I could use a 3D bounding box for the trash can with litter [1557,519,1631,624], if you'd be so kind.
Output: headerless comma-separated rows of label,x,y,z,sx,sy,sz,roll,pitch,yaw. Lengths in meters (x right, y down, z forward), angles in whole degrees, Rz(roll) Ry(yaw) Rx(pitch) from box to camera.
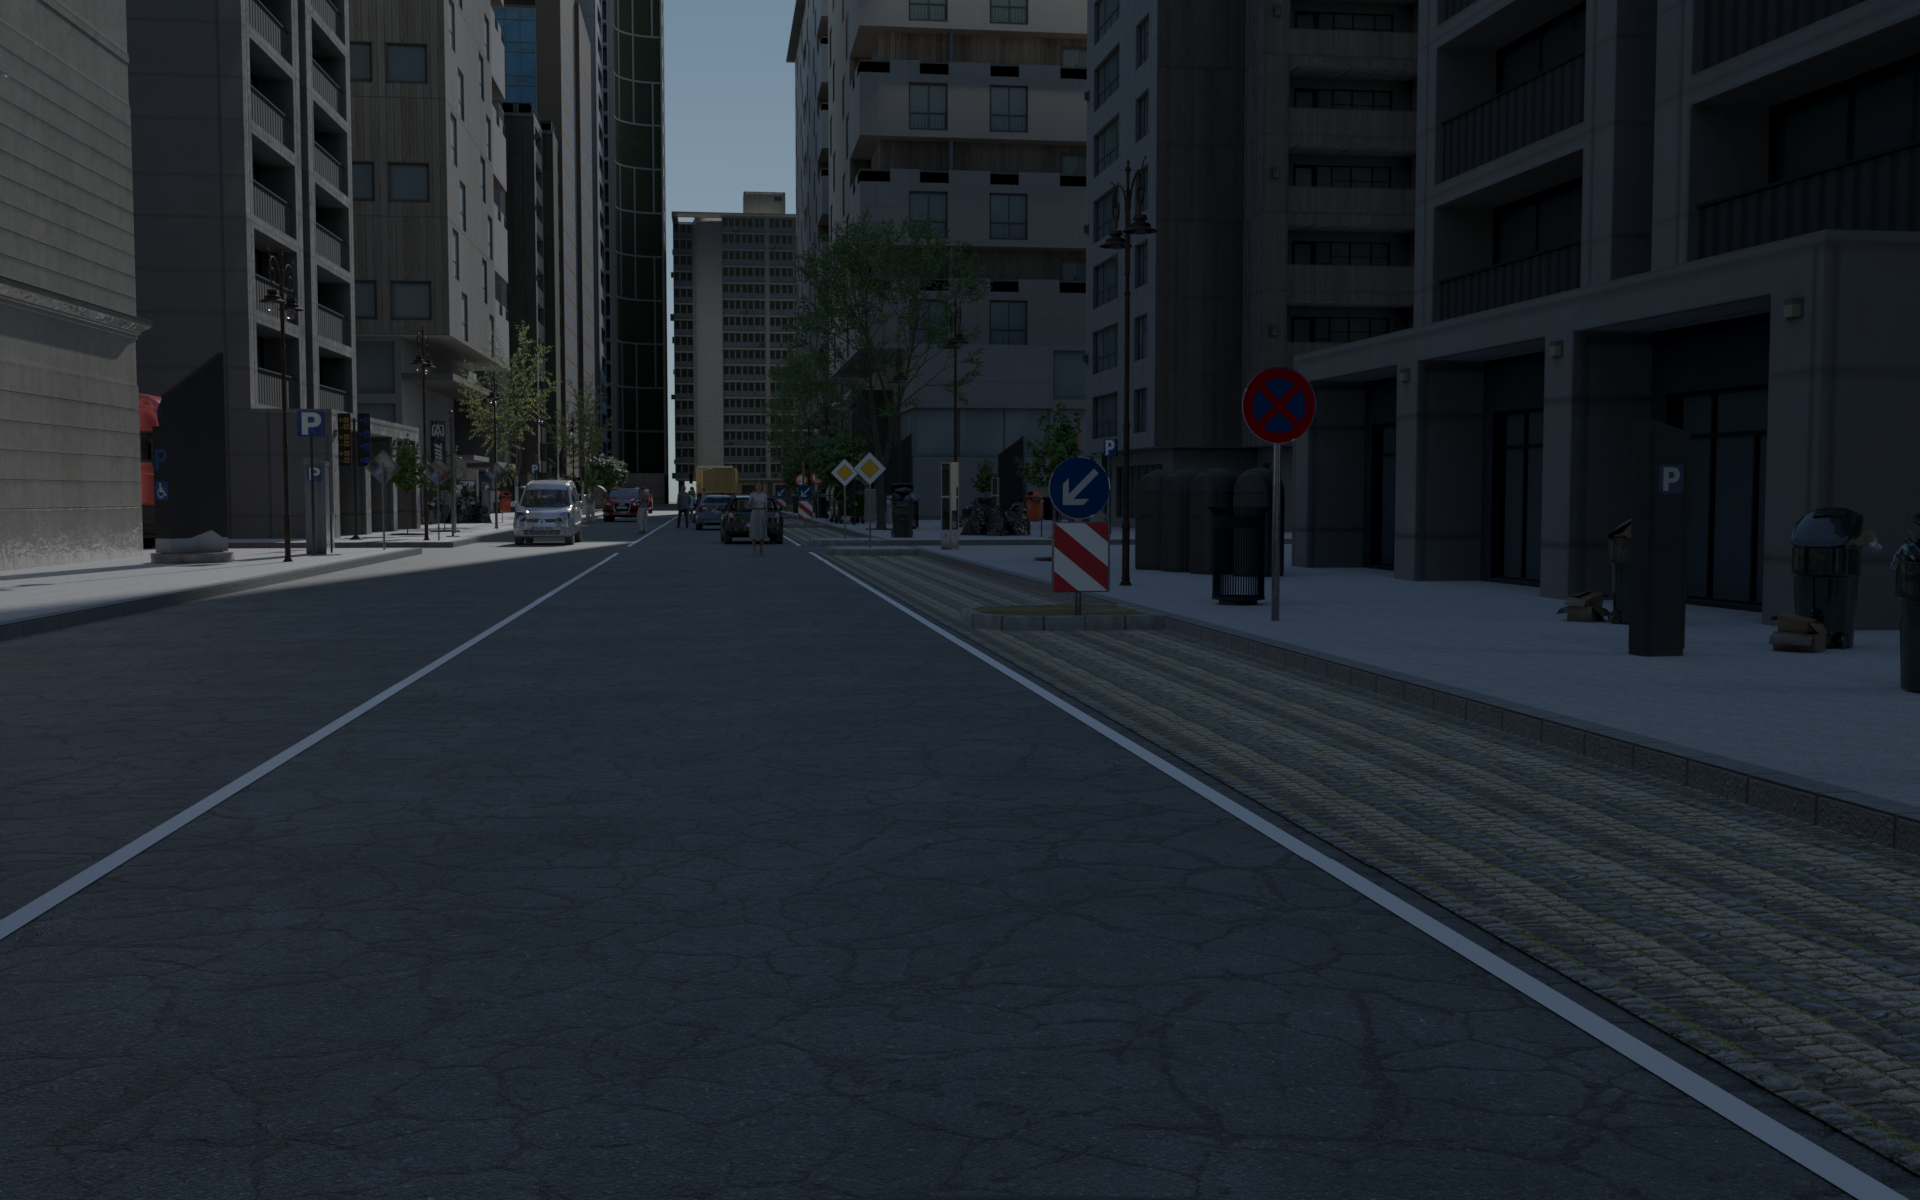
trash can with litter,6.485,-0.357,17.217,1.055,1.170,0.624,3,5,41

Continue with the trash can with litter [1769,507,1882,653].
trash can with litter,7.116,-0.177,14.282,0.624,1.170,1.055,3,5,43

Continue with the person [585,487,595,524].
person,-17.805,-4.541,83.287,0.519,1.759,0.362,1,4,8

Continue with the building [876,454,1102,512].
building,0.251,-34.721,156.929,28.713,52.752,27.495,0,4,-8

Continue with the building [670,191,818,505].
building,-25.381,-32.628,225.353,23.993,40.220,32.217,0,4,-8

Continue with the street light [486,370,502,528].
street light,-17.320,-5.612,64.548,0.468,5.910,1.993,0,4,-8

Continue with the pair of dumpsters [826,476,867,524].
pair of dumpsters,-4.982,-4.515,76.318,1.574,2.255,4.437,-1,4,-8

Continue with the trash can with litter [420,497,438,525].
trash can with litter,-22.422,-3.748,72.674,1.055,1.170,0.624,1,4,11

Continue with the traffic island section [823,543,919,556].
traffic island section,-2.130,-1.169,41.399,2.009,0.180,2.903,0,4,-8

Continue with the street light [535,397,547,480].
street light,-19.586,-6.627,81.144,0.468,5.910,1.993,0,4,-8

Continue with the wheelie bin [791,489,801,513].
wheelie bin,-10.920,-6.618,116.108,0.693,1.594,0.980,1,4,17

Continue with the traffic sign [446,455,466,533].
traffic sign,-16.505,-3.453,56.560,0.768,2.556,0.104,0,4,-4

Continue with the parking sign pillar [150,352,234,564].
parking sign pillar,-14.454,-2.693,32.511,1.447,3.967,1.447,2,4,26

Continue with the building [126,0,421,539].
building,-29.581,-37.815,56.520,20.563,71.187,20.611,0,4,-8

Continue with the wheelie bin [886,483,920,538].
wheelie bin,-1.671,-2.636,51.013,0.980,1.594,0.693,0,4,-5

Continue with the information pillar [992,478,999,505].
information pillar,1.584,-4.466,77.508,0.304,2.012,0.304,1,4,12

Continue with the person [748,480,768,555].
person,-4.733,-1.933,40.680,0.480,1.755,0.524,-1,4,-22

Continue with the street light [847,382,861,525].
street light,-4.392,-6.049,71.685,0.468,5.910,1.993,0,4,-8

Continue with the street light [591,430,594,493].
street light,-24.475,-8.711,115.205,0.468,5.910,1.993,0,4,-8

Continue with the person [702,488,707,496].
person,-15.680,-5.968,106.192,0.853,1.813,0.709,-3,4,-39

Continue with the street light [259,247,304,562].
street light,-12.734,-3.661,32.641,0.468,5.910,1.993,0,4,-8

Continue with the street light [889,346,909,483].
street light,-1.903,-4.980,54.204,0.468,5.910,1.993,0,4,-8

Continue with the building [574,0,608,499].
building,-51.648,-39.078,180.925,28.212,58.520,21.231,0,4,-8

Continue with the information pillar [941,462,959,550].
information pillar,-0.234,-2.172,40.007,0.304,2.012,0.304,3,4,39

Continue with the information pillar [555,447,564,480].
information pillar,-19.778,-5.789,86.000,0.183,3.616,0.504,0,4,6

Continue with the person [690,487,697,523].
person,-13.162,-4.705,85.613,0.473,1.802,0.592,2,4,24

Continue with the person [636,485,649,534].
person,-11.487,-3.272,62.549,0.362,1.759,0.519,2,4,31

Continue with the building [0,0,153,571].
building,-37.086,-15.160,24.284,44.131,29.872,17.030,0,4,-8

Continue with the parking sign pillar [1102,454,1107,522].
parking sign pillar,6.575,-5.129,72.334,1.447,3.967,1.447,2,4,35

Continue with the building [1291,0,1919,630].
building,17.456,-35.578,19.959,20.563,71.187,20.611,0,4,-8

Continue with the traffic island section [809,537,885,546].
traffic island section,-3.252,-1.653,49.305,2.009,0.180,2.903,0,4,-8

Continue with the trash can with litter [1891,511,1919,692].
trash can with litter,6.586,0.016,11.132,1.055,1.170,0.624,2,4,25

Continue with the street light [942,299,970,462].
street light,-0.109,-4.184,41.203,0.468,5.910,1.993,0,4,-8

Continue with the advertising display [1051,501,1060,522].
advertising display,4.455,-4.575,80.019,0.123,1.923,0.974,-1,4,-19

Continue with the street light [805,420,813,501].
street light,-9.197,-8.130,105.705,0.468,5.910,1.993,0,4,-8

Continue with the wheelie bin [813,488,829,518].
wheelie bin,-7.390,-5.167,92.388,0.693,1.594,0.980,-3,5,-42

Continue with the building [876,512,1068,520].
building,6.732,-31.171,98.886,28.713,52.752,27.495,0,4,-8

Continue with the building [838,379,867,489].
building,-2.762,-22.282,136.012,14.160,30.474,14.107,0,4,-8

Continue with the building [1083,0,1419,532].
building,12.758,-17.795,62.655,14.107,30.474,14.160,0,4,-8

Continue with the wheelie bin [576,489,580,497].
wheelie bin,-25.350,-6.454,113.426,0.980,1.594,0.693,0,4,-5

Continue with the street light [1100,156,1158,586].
street light,2.324,-3.140,24.122,0.468,5.910,1.993,0,4,-8

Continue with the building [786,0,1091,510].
building,-3.399,-36.396,184.306,28.713,52.752,27.495,0,4,-8

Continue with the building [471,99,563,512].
building,-37.153,-21.757,127.430,14.160,30.474,14.107,0,4,-8

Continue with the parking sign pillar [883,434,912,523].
parking sign pillar,-2.827,-5.434,77.316,1.447,3.967,1.447,-1,4,-18

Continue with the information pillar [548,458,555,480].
information pillar,-26.611,-7.443,113.055,0.504,3.616,0.183,0,4,8

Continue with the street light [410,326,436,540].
street light,-14.775,-4.587,47.793,0.468,5.910,1.993,0,4,-8

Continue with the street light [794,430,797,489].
street light,-11.685,-9.185,122.961,0.468,5.910,1.993,0,4,-8

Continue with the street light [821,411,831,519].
street light,-6.829,-7.081,88.562,0.468,5.910,1.993,0,4,-8

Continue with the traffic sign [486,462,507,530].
traffic sign,-16.683,-3.742,62.370,0.795,2.450,0.064,0,4,-3

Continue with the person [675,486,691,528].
person,-11.725,-3.934,73.218,0.661,1.777,0.834,-3,4,-38

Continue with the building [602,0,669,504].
building,-47.317,-47.580,216.188,20.611,71.187,20.563,0,4,-8

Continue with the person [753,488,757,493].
person,-9.641,-4.452,82.122,0.563,1.720,0.643,2,4,32

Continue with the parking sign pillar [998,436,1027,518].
parking sign pillar,2.437,-5.631,80.531,1.447,3.967,1.447,2,4,26

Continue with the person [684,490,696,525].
person,-12.562,-4.298,80.584,0.589,1.601,0.330,-3,4,-36

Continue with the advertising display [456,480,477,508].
advertising display,-22.825,-4.575,80.009,0.974,1.923,0.123,0,4,4

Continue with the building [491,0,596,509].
building,-40.469,-30.916,155.583,14.600,45.320,14.200,0,4,-8

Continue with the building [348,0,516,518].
building,-38.784,-30.647,90.318,28.713,52.752,27.495,0,4,-8

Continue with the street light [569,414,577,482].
street light,-21.964,-7.683,98.406,0.468,5.910,1.993,0,4,-8
